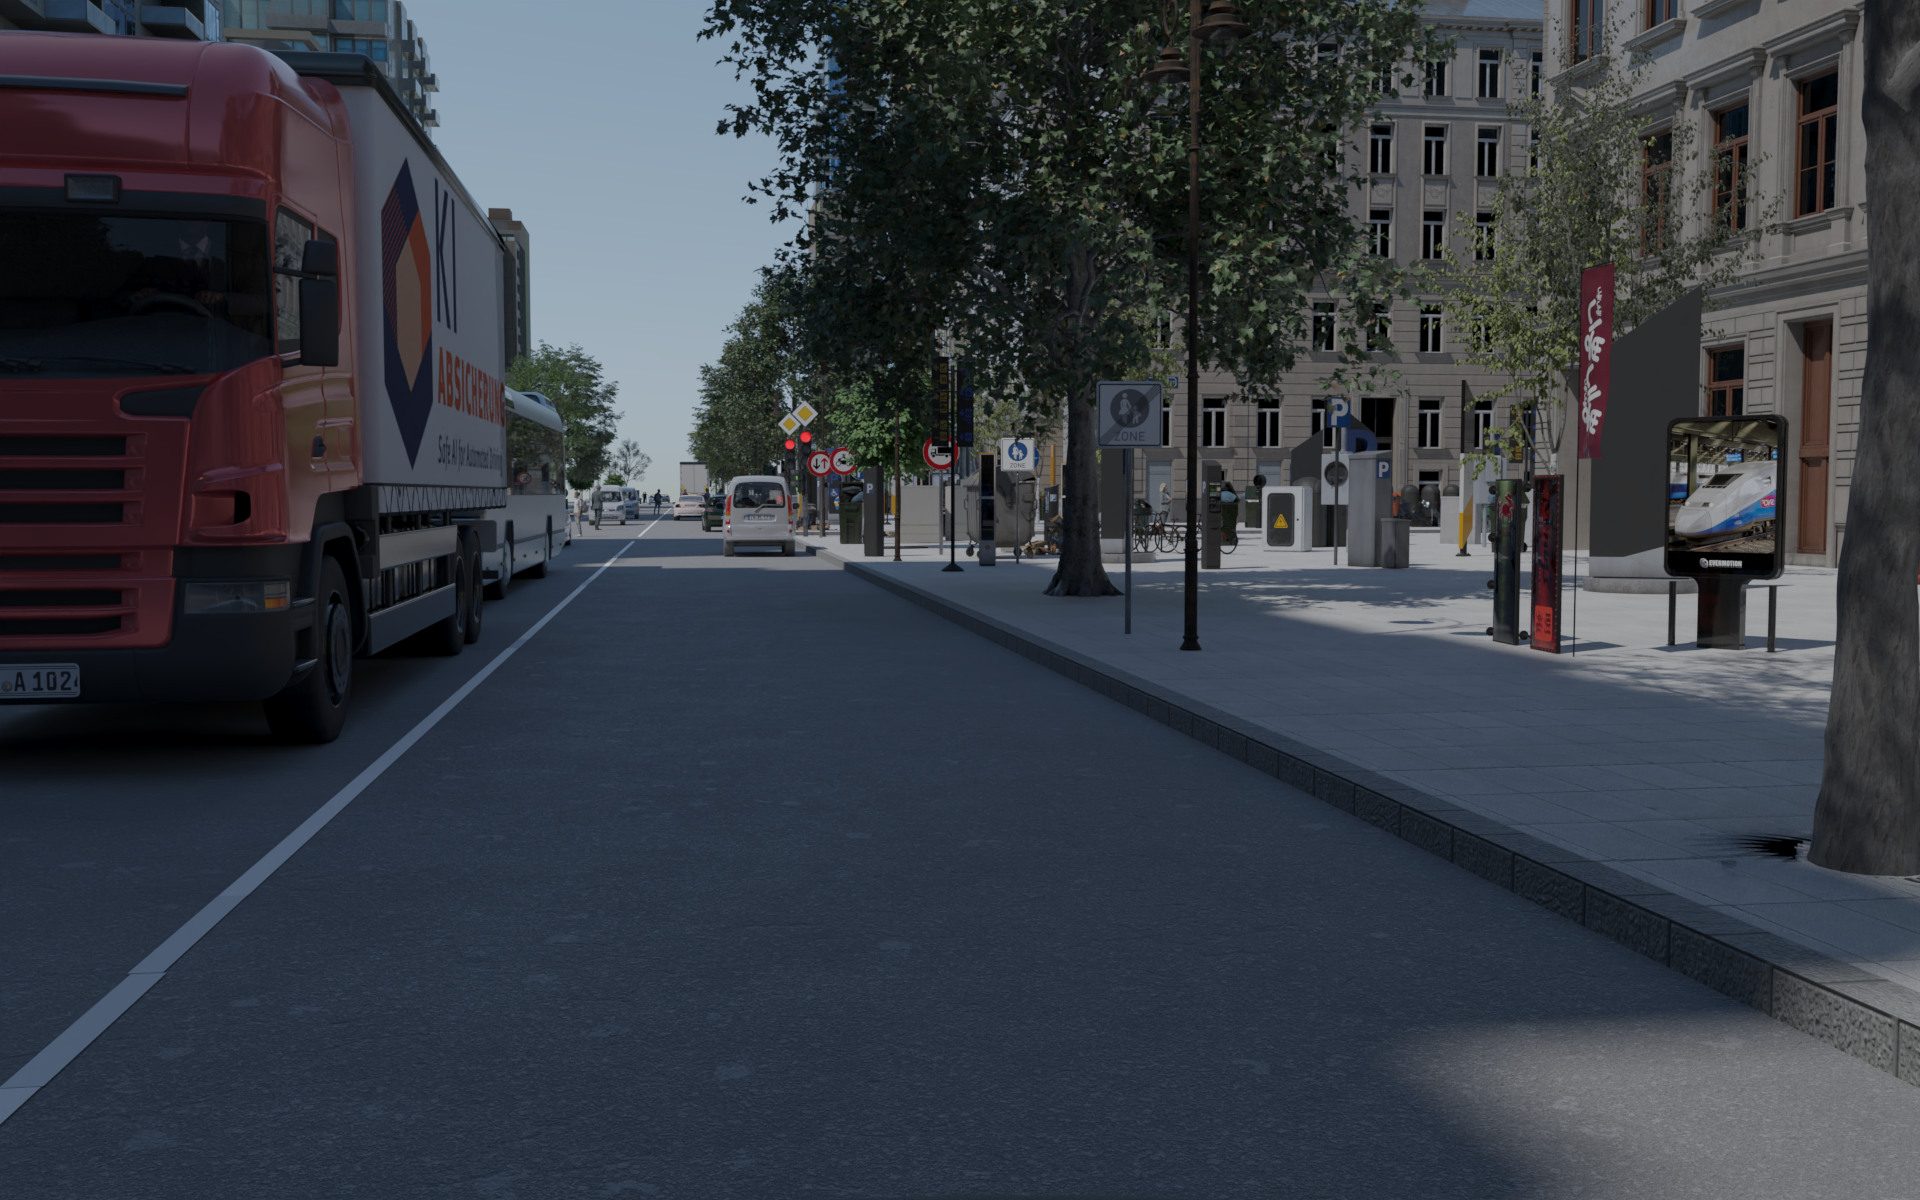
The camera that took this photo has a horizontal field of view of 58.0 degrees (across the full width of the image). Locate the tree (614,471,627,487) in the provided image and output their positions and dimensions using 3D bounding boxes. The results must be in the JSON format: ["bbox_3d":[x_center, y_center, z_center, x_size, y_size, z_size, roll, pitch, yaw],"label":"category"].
[{"bbox_3d":[-48.675,-15.927,244.125,4.285,4.588,4.351,0,3,0],"label":"tree"}]

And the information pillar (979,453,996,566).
[{"bbox_3d":[0.489,-1.615,30.900,0.304,2.012,0.304,0,4,0],"label":"information pillar"}]

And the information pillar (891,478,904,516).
[{"bbox_3d":[-2.316,-4.499,64.908,0.504,3.616,0.183,-1,4,-11],"label":"information pillar"}]

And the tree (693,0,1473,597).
[{"bbox_3d":[1.490,-6.412,21.851,9.611,12.733,9.660,0,3,0],"label":"tree"}]

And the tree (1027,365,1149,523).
[{"bbox_3d":[5.123,-6.952,64.022,4.360,8.622,3.978,0,3,0],"label":"tree"}]

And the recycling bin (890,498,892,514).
[{"bbox_3d":[-4.188,-6.155,113.190,0.722,1.027,0.722,0,4,2],"label":"recycling bin"}]

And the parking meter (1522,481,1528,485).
[{"bbox_3d":[24.771,-4.306,76.118,0.255,1.863,0.399,0,4,0],"label":"parking meter"}]

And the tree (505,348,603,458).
[{"bbox_3d":[-29.734,-12.151,124.430,9.928,11.665,9.643,0,3,0],"label":"tree"}]

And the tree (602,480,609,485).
[{"bbox_3d":[-47.043,-14.363,229.429,1.663,3.219,1.824,0,3,0],"label":"tree"}]

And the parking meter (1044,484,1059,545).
[{"bbox_3d":[2.286,-2.136,43.340,0.372,1.533,0.369,0,3,0],"label":"parking meter"}]

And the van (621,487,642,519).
[{"bbox_3d":[-19.640,-5.774,101.414,2.013,2.044,4.112,-1,4,-10],"label":"van"}]

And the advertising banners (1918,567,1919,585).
[{"bbox_3d":[13.602,-1.727,24.417,2.074,3.025,0.090,-2,4,-24],"label":"advertising banners"}]

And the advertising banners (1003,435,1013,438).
[{"bbox_3d":[0.959,-3.344,50.870,0.090,3.025,2.074,3,4,37],"label":"advertising banners"}]

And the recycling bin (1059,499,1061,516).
[{"bbox_3d":[5.060,-4.182,80.925,0.722,1.027,0.722,-1,4,-15],"label":"recycling bin"}]

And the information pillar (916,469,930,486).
[{"bbox_3d":[-1.085,-2.839,50.906,0.304,2.012,0.304,-2,4,-32],"label":"information pillar"}]

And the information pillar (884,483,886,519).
[{"bbox_3d":[-2.422,-3.612,50.411,0.504,3.616,0.183,2,4,30],"label":"information pillar"}]

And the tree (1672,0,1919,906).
[{"bbox_3d":[3.204,-5.815,5.444,12.009,13.543,11.850,0,3,0],"label":"tree"}]

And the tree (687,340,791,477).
[{"bbox_3d":[-16.202,-12.800,127.408,7.486,12.596,7.792,0,3,0],"label":"tree"}]

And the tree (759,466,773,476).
[{"bbox_3d":[-12.234,-7.100,110.681,1.663,3.219,1.824,0,3,0],"label":"tree"}]

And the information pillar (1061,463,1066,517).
[{"bbox_3d":[2.611,-2.244,41.188,0.304,2.012,0.304,-3,5,-42],"label":"information pillar"}]

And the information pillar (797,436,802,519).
[{"bbox_3d":[-6.406,-4.755,69.103,0.183,3.616,0.504,-1,4,-13],"label":"information pillar"}]

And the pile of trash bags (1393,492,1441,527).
[{"bbox_3d":[17.386,-3.519,67.292,1.912,1.369,3.447,3,4,36],"label":"pile of trash bags"}]

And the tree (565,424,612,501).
[{"bbox_3d":[-38.713,-13.910,177.782,4.737,8.622,4.395,0,3,0],"label":"tree"}]

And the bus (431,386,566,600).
[{"bbox_3d":[-7.797,-1.912,26.115,2.948,3.499,13.247,-1,4,-8],"label":"bus"}]

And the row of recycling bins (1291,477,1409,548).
[{"bbox_3d":[9.463,-2.170,42.597,3.534,1.692,1.069,-3,5,-40],"label":"row of recycling bins"}]

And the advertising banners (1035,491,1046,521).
[{"bbox_3d":[3.270,-5.304,82.901,2.074,3.025,0.090,-1,4,-12],"label":"advertising banners"}]

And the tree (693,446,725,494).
[{"bbox_3d":[-27.434,-16.380,202.219,8.767,10.594,7.601,0,4,6],"label":"tree"}]

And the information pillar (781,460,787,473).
[{"bbox_3d":[-11.401,-7.406,112.448,0.504,3.616,0.183,1,4,12],"label":"information pillar"}]

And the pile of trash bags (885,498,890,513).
[{"bbox_3d":[-6.469,-6.416,114.651,3.447,1.369,1.912,-1,4,-21],"label":"pile of trash bags"}]

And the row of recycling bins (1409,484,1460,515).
[{"bbox_3d":[20.411,-4.048,73.297,3.534,1.692,1.069,2,4,26],"label":"row of recycling bins"}]

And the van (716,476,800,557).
[{"bbox_3d":[-4.782,-2.082,41.053,2.013,2.044,4.112,0,4,-7],"label":"van"}]

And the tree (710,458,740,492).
[{"bbox_3d":[-36.132,-18.748,256.894,4.737,8.622,4.395,0,3,0],"label":"tree"}]

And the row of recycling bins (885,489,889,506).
[{"bbox_3d":[-3.994,-6.873,119.491,3.534,1.692,1.069,1,4,13],"label":"row of recycling bins"}]

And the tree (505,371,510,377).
[{"bbox_3d":[-24.931,-8.439,88.340,4.737,8.622,4.395,0,3,0],"label":"tree"}]

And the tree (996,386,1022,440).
[{"bbox_3d":[3.398,-7.773,77.451,4.360,8.622,3.978,0,3,0],"label":"tree"}]

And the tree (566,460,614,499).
[{"bbox_3d":[-36.608,-11.215,167.075,4.285,4.588,4.351,0,3,0],"label":"tree"}]

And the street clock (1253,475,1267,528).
[{"bbox_3d":[11.188,-3.677,64.681,0.358,2.002,0.471,-3,5,-40],"label":"street clock"}]

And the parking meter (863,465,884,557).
[{"bbox_3d":[-1.771,-1.822,35.504,0.399,1.863,0.255,3,5,41],"label":"parking meter"}]

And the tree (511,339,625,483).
[{"bbox_3d":[-32.950,-14.494,143.626,9.857,13.997,8.962,0,3,0],"label":"tree"}]

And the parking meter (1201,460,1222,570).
[{"bbox_3d":[4.279,-1.454,29.484,0.255,1.863,0.399,-1,4,-9],"label":"parking meter"}]

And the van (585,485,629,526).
[{"bbox_3d":[-16.329,-4.476,80.191,2.013,2.044,4.112,-1,4,-11],"label":"van"}]

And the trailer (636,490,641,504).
[{"bbox_3d":[-45.899,-14.581,245.447,1.471,1.999,3.904,-1,4,-11],"label":"trailer"}]

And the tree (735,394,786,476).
[{"bbox_3d":[-12.372,-9.478,105.320,4.360,8.622,3.978,0,3,0],"label":"tree"}]

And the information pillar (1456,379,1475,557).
[{"bbox_3d":[10.406,-2.705,35.576,0.183,3.616,0.504,3,5,41],"label":"information pillar"}]

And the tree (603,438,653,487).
[{"bbox_3d":[-54.562,-21.289,282.485,8.767,10.594,7.601,-2,4,-24],"label":"tree"}]

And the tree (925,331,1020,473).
[{"bbox_3d":[0.863,-7.439,71.997,4.737,8.622,4.395,0,3,0],"label":"tree"}]

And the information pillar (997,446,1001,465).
[{"bbox_3d":[1.965,-5.650,83.732,0.183,3.616,0.504,-3,5,-39],"label":"information pillar"}]

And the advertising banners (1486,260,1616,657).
[{"bbox_3d":[4.768,-1.093,14.058,0.090,3.025,2.074,0,4,-7],"label":"advertising banners"}]

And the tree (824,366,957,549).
[{"bbox_3d":[-1.544,-3.499,40.916,4.285,4.588,4.351,0,3,0],"label":"tree"}]

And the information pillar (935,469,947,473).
[{"bbox_3d":[-0.711,-4.244,60.737,0.504,3.616,0.183,-2,4,-28],"label":"information pillar"}]
